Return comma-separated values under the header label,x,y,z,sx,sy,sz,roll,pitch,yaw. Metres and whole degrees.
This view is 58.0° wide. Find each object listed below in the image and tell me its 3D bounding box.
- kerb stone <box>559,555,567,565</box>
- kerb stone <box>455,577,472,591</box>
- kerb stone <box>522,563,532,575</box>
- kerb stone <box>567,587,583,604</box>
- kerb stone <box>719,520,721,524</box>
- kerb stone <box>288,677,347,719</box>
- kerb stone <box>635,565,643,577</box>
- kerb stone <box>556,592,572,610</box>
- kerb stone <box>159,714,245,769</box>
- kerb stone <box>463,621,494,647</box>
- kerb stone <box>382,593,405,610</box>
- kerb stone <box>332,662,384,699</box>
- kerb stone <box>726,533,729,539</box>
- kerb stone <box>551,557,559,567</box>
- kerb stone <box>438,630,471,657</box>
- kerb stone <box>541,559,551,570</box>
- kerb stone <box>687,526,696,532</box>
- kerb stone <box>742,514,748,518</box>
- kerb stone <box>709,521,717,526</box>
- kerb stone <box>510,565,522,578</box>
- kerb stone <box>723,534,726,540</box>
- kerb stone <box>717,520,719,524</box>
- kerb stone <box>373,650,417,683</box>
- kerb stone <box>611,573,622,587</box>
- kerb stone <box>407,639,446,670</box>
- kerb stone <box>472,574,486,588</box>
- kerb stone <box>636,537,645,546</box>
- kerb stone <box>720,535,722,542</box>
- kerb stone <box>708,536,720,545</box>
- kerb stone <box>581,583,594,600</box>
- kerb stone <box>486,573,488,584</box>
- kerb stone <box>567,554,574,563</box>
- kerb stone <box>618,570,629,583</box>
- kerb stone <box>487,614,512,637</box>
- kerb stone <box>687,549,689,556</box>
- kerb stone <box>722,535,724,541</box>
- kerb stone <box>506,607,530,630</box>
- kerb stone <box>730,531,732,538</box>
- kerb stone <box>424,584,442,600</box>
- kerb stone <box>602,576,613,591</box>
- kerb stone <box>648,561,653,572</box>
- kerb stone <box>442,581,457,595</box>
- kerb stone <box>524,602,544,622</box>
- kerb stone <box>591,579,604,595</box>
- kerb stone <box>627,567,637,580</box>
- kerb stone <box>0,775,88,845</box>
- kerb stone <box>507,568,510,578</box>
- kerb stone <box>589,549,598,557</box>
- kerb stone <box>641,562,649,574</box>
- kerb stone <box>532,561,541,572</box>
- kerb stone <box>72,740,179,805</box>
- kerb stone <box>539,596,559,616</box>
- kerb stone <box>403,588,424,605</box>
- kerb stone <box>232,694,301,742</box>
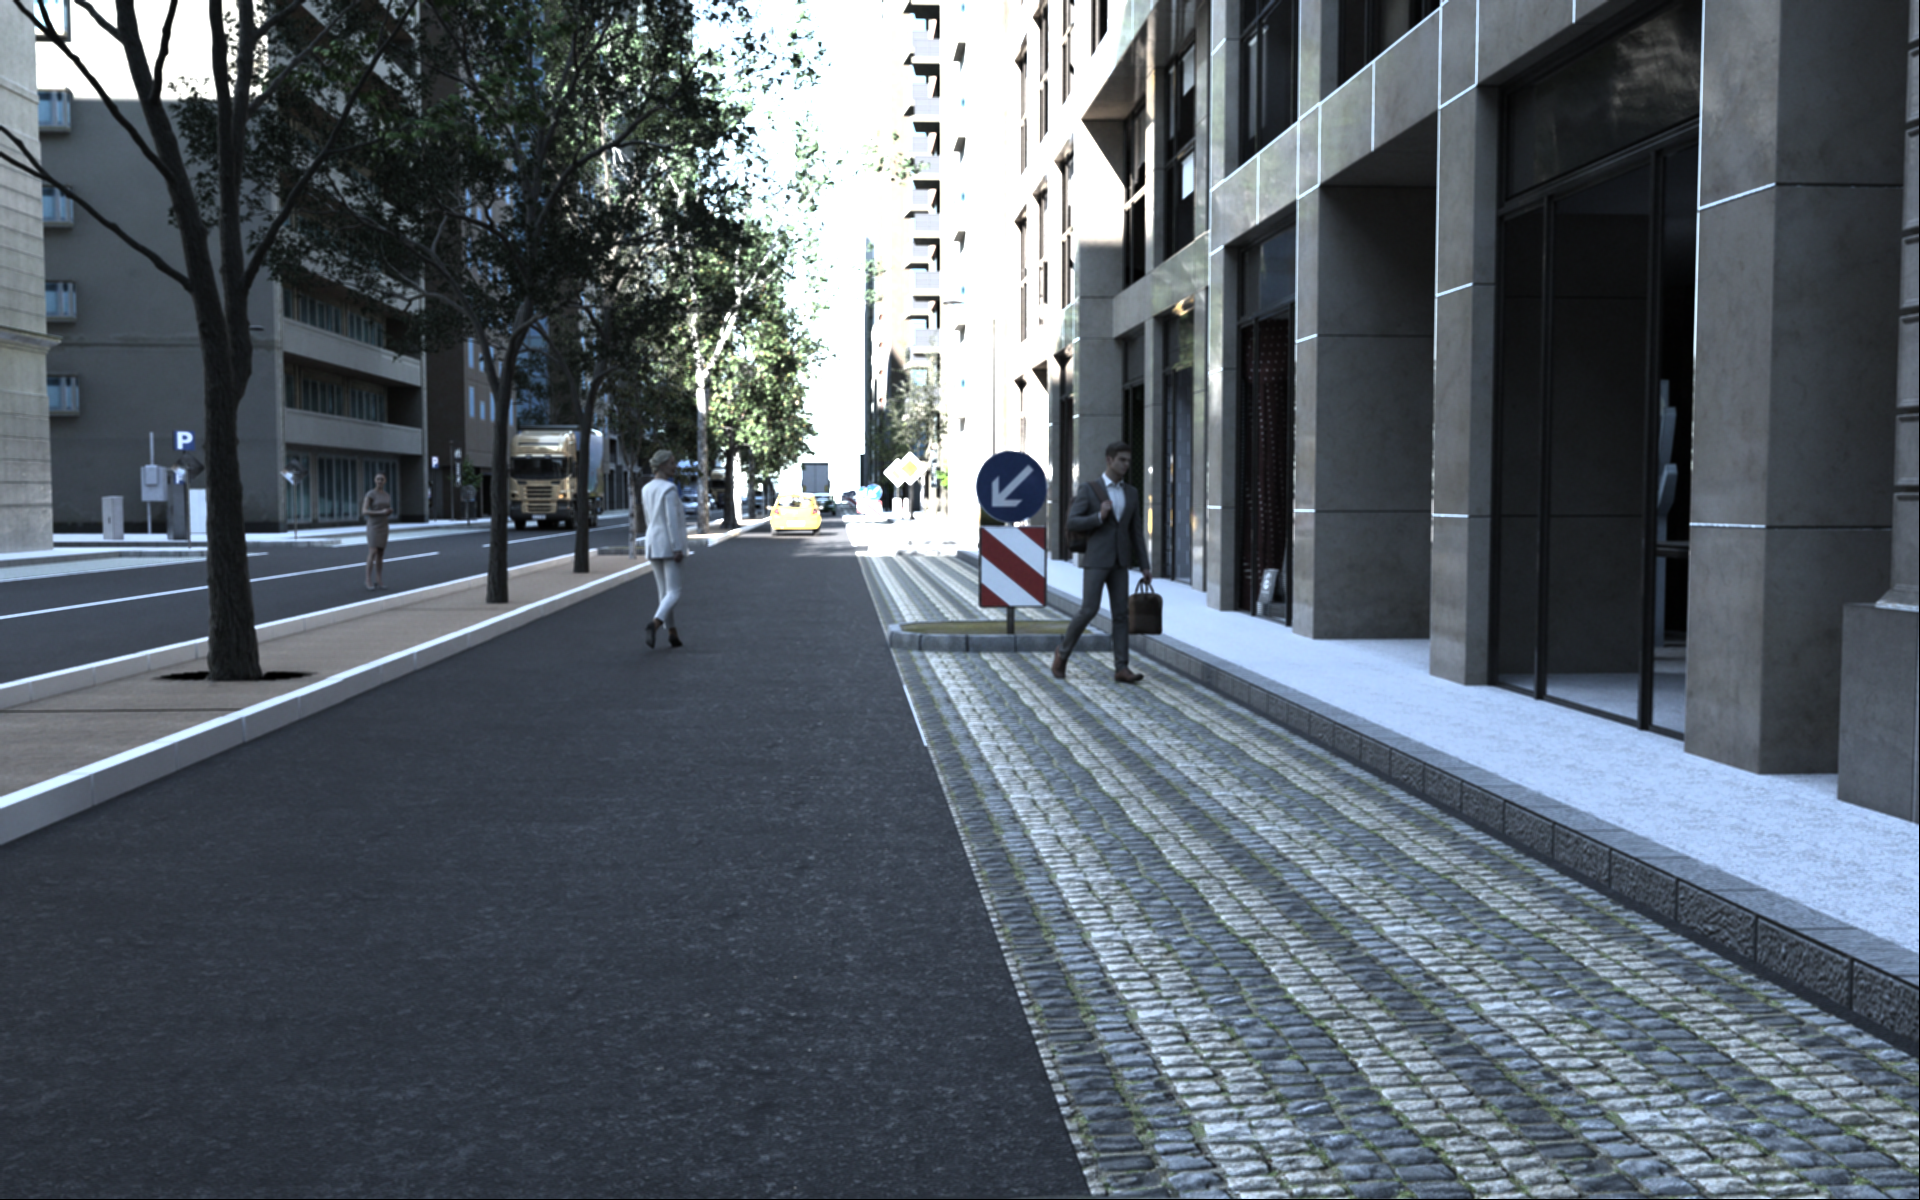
label,x,y,z,sx,sy,sz,roll,pitch,yaw
kerb stone,-8.100,-0.776,34.876,0.120,0.150,1.000,0,4,-4
kerb stone,-7.435,-0.210,25.658,0.120,0.150,1.000,0,4,-4
kerb stone,-7.797,-0.525,30.774,0.120,0.150,1.000,0,4,-4
kerb stone,-5.119,-0.031,22.765,0.120,0.150,1.000,0,4,-4
kerb stone,-11.473,-3.623,81.433,0.120,0.150,1.000,0,4,-4
kerb stone,-4.296,0.657,11.513,0.120,0.150,1.000,0,4,-4
kerb stone,-5.635,-0.470,29.920,0.120,0.150,1.000,0,4,-4
kerb stone,-5.042,0.031,21.736,0.120,0.150,1.000,0,4,-4
kerb stone,-4.155,0.778,9.472,0.120,0.150,1.000,0,4,-4
kerb stone,-4.662,0.341,16.624,0.120,0.150,1.000,0,4,-4
kerb stone,-7.134,0.038,21.579,0.120,0.150,1.000,0,4,-4
kerb stone,-4.380,0.591,12.531,0.120,0.150,1.000,0,4,-4
kerb stone,-7.376,-1.944,53.979,0.120,0.150,1.000,0,4,-4
kerb stone,-8.029,-0.713,33.848,0.120,0.150,1.000,0,4,-4
kerb stone,-4.594,0.405,15.597,0.120,0.150,1.000,0,4,-4
kerb stone,-7.951,-0.648,32.826,0.120,0.150,1.000,0,4,-4
kerb stone,-10.442,-2.747,67.118,0.120,0.150,1.000,0,4,-4
kerb stone,-13.482,-5.311,109.038,0.120,0.150,1.000,0,4,-4
kerb stone,-11.331,-3.495,79.386,0.120,0.150,1.000,0,4,-4
kerb stone,-7.721,-0.462,29.751,0.120,0.150,1.000,0,4,-4
kerb stone,-7.313,-1.881,52.951,0.120,0.150,1.000,0,4,-4
kerb stone,-11.413,-3.560,80.404,0.120,0.150,1.000,0,4,-4
kerb stone,-4.454,0.529,13.553,0.120,0.150,1.000,0,4,-4
kerb stone,-5.407,-0.285,26.849,0.120,0.150,1.000,0,4,-4
kerb stone,-4.519,0.466,14.578,0.120,0.150,1.000,0,4,-4
kerb stone,-7.503,-0.274,26.682,0.120,0.150,1.000,0,4,-4
kerb stone,-9.181,-1.685,49.738,0.120,0.150,1.000,0,4,-4
kerb stone,-7.165,-1.756,50.908,0.120,0.150,1.000,0,4,-4
kerb stone,-7.086,-1.693,49.889,0.120,0.150,1.000,0,4,-4
kerb stone,-5.191,-0.091,23.785,0.120,0.150,1.000,0,4,-4
kerb stone,-7.577,-0.337,27.702,0.120,0.150,1.000,0,4,-4
kerb stone,-8.188,-0.838,35.898,0.120,0.150,1.000,0,4,-4
kerb stone,-5.491,-0.347,27.872,0.120,0.150,1.000,0,4,-4
kerb stone,-4.744,0.278,17.653,0.120,0.150,1.000,0,4,-4
kerb stone,-6.380,-1.094,40.144,0.120,0.150,1.000,0,4,-4
kerb stone,-7.233,-1.815,51.930,0.120,0.150,1.000,0,4,-4
kerb stone,-4.816,0.215,18.672,0.120,0.150,1.000,0,4,-4
kerb stone,-7.533,-2.069,56.030,0.120,0.150,1.000,0,4,-4
kerb stone,-7.278,-0.087,23.619,0.120,0.150,1.000,0,4,-4
kerb stone,-5.341,-0.221,25.829,0.120,0.150,1.000,0,4,-4
kerb stone,-5.783,-0.595,31.961,0.120,0.150,1.000,0,4,-4
kerb stone,-7.362,-0.145,24.639,0.120,0.150,1.000,0,4,-4
kerb stone,-4.904,0.153,19.691,0.120,0.150,1.000,0,4,-4
kerb stone,-5.266,-0.160,24.810,0.120,0.150,1.000,0,4,-4
kerb stone,-5.556,-0.408,28.901,0.120,0.150,1.000,0,4,-4
kerb stone,-4.003,0.903,7.434,0.120,0.150,1.000,0,4,-4
kerb stone,-7.658,-0.400,28.731,0.120,0.150,1.000,0,4,-4
kerb stone,-8.475,-1.088,39.992,0.120,0.150,1.000,0,4,-4
kerb stone,-5.709,-0.535,30.940,0.120,0.150,1.000,0,4,-4
kerb stone,-7.879,-0.588,31.806,0.120,0.150,1.000,0,4,-4
kerb stone,-4.079,0.841,8.453,0.120,0.150,1.000,0,4,-4
kerb stone,-4.969,0.091,20.711,0.120,0.150,1.000,0,4,-4
kerb stone,-7.205,-0.024,22.599,0.120,0.150,1.000,0,4,-4
kerb stone,-4.223,0.716,10.493,0.120,0.150,1.000,0,4,-4
